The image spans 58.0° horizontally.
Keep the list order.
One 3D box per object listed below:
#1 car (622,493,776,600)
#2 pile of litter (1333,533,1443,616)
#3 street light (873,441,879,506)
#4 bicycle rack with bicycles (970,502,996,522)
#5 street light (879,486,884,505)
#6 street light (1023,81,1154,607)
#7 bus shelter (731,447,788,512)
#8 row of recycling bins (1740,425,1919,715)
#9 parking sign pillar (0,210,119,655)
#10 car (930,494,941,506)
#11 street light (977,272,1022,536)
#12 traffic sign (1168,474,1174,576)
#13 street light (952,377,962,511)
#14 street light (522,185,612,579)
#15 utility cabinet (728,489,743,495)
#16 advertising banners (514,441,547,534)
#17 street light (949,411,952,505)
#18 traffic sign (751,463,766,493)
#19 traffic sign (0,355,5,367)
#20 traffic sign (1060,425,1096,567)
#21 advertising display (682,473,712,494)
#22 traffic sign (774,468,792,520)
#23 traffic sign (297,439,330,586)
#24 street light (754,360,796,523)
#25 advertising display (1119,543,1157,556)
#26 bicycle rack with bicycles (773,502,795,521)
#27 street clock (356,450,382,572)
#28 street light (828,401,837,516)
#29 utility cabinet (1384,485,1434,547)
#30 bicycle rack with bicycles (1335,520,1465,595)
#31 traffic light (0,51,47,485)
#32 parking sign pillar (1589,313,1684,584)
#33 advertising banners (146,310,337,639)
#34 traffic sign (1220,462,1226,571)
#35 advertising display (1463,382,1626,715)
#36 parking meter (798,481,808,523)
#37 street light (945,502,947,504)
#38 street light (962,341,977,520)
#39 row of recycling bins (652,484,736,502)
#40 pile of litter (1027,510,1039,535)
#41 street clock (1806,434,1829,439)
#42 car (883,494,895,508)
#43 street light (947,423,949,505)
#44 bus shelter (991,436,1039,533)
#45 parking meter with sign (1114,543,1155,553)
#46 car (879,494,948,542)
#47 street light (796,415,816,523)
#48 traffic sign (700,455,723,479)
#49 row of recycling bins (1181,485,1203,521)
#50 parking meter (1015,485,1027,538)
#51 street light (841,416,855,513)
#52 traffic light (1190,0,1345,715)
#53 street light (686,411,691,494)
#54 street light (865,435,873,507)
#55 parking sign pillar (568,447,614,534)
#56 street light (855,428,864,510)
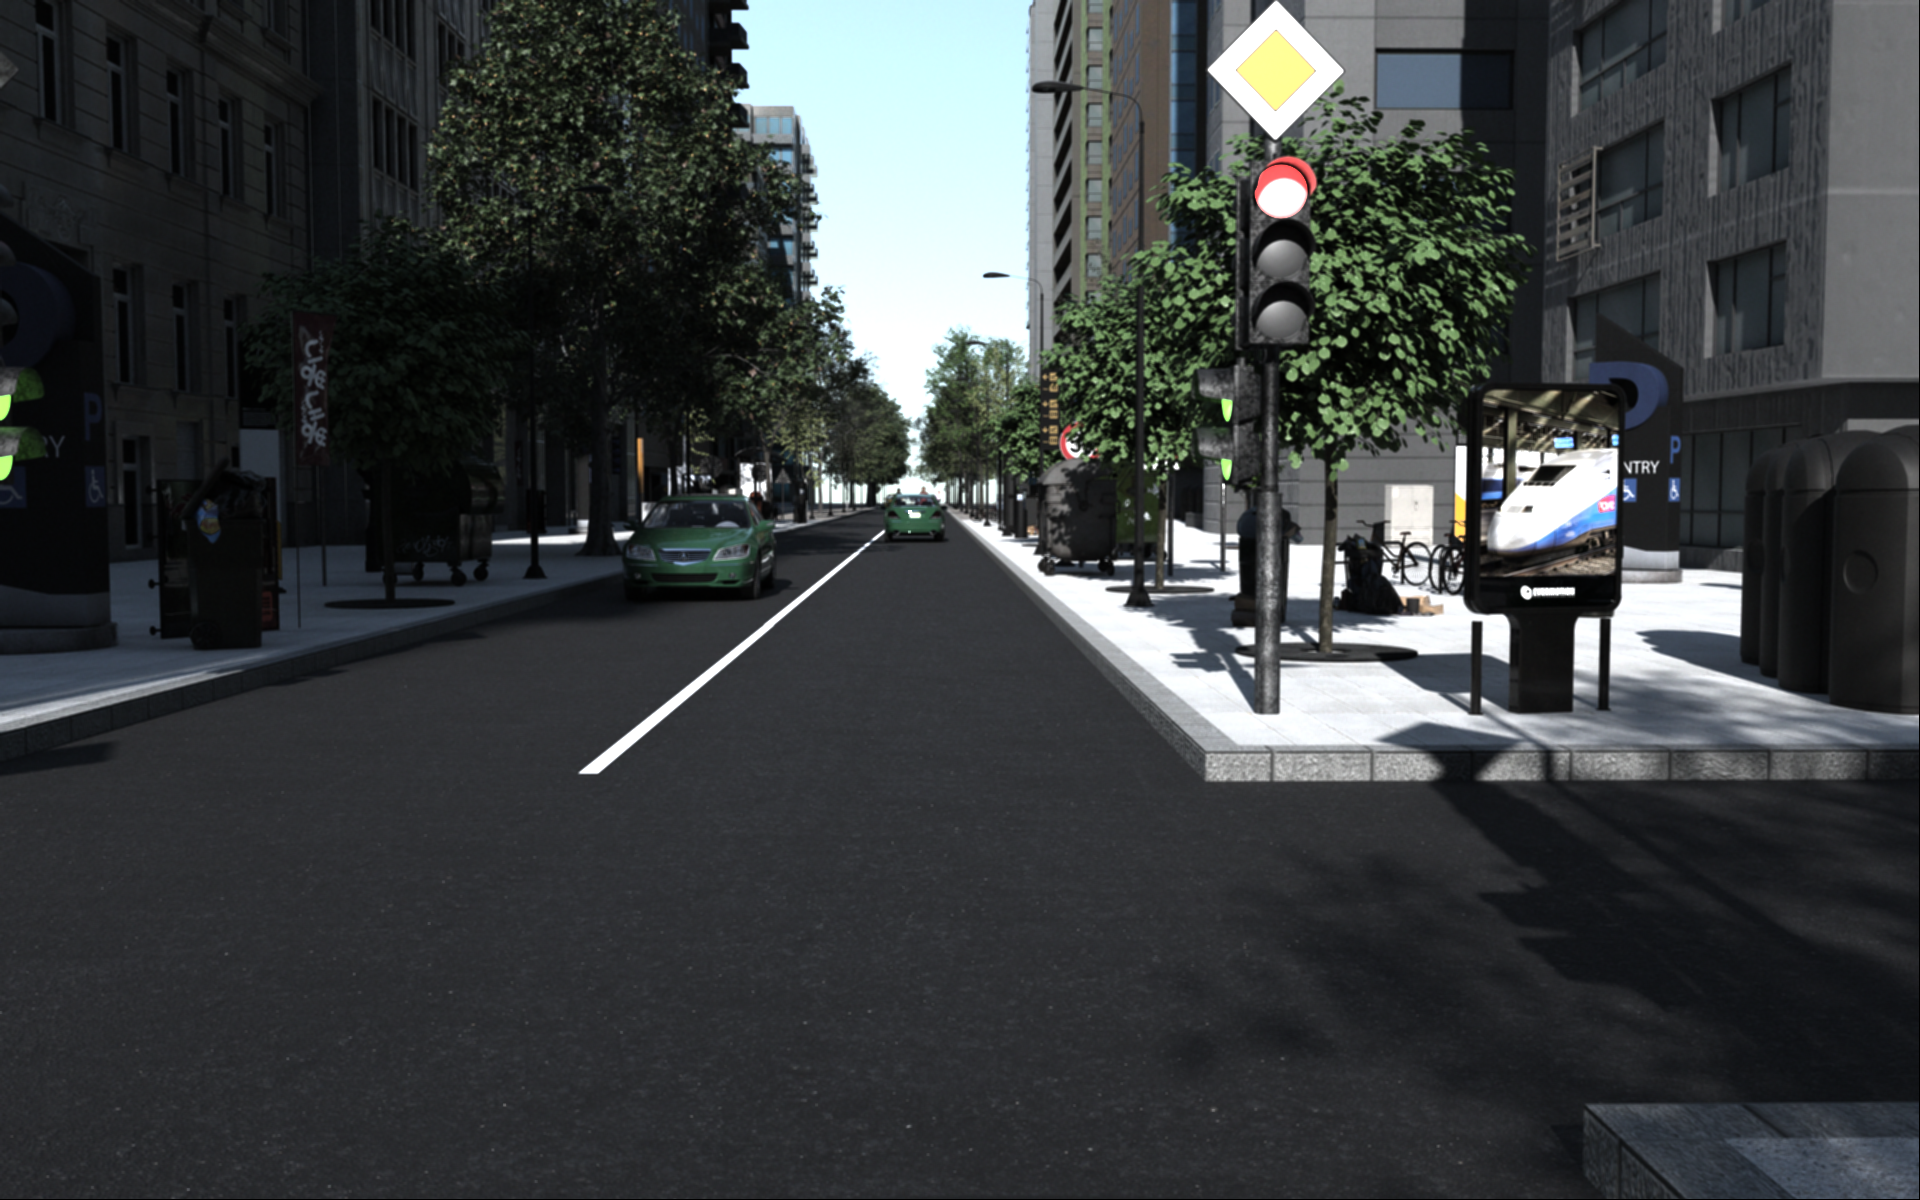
[{"bbox_3d":[-3.687,-0.808,25.010,2.131,1.459,4.920,0,4,-2],"label":"car"},{"bbox_3d":[4.603,-0.306,18.971,1.176,0.858,1.719,0,4,-6],"label":"pile of litter"},{"bbox_3d":[-8.152,-11.026,152.809,1.470,5.913,1.316,0,4,-1],"label":"street light"},{"bbox_3d":[2.166,-4.047,79.558,2.925,0.926,2.852,1,4,17],"label":"bicycle rack with bicycles"},{"bbox_3d":[-8.369,-12.072,169.914,1.470,5.913,1.316,0,4,-1],"label":"street light"},{"bbox_3d":[1.507,-2.881,19.646,1.470,5.913,1.316,0,4,-1],"label":"street light"},{"bbox_3d":[-8.897,-5.095,77.230,2.014,3.302,5.546,0,4,-1],"label":"bus shelter"},{"bbox_3d":[5.995,-0.279,11.681,1.069,1.692,3.534,1,4,14],"label":"row of recycling bins"},{"bbox_3d":[-7.832,-1.583,14.348,1.447,3.967,1.447,0,4,-1],"label":"parking sign pillar"},{"bbox_3d":[-2.362,-6.846,123.929,2.014,1.417,4.499,0,4,0],"label":"car"},{"bbox_3d":[1.174,-3.906,36.397,1.470,5.913,1.316,0,4,-1],"label":"street light"},{"bbox_3d":[3.298,-1.650,27.083,0.768,2.556,0.104,0,4,7],"label":"traffic sign"},{"bbox_3d":[0.542,-5.892,68.879,1.470,5.913,1.316,0,4,-1],"label":"street light"},{"bbox_3d":[-5.918,-3.279,26.145,1.470,5.913,1.316,0,4,-1],"label":"street light"},{"bbox_3d":[-9.024,-3.729,69.643,0.318,1.500,1.173,0,4,7],"label":"utility cabinet"},{"bbox_3d":[-13.959,-3.673,56.239,0.090,3.025,2.074,-3,5,-41],"label":"advertising banners"},{"bbox_3d":[0.305,-6.886,85.121,1.470,5.913,1.316,0,4,-1],"label":"street light"},{"bbox_3d":[-8.304,-4.389,71.860,0.768,2.556,0.104,1,4,9],"label":"traffic sign"},{"bbox_3d":[-7.764,-0.816,13.444,0.768,2.556,0.104,0,4,3],"label":"traffic sign"},{"bbox_3d":[2.119,-1.842,30.224,0.768,2.556,0.104,0,4,5],"label":"traffic sign"},{"bbox_3d":[-8.220,-2.996,54.206,0.974,1.923,0.123,-2,4,-31],"label":"advertising display"},{"bbox_3d":[-8.737,-5.226,85.443,0.884,2.594,0.081,0,4,6],"label":"traffic sign"},{"bbox_3d":[-8.854,-1.400,24.068,0.795,2.450,0.064,0,4,7],"label":"traffic sign"},{"bbox_3d":[-6.541,-5.339,59.838,1.470,5.913,1.316,0,4,-1],"label":"street light"},{"bbox_3d":[3.741,-1.893,36.161,0.974,1.923,0.123,-2,4,-25],"label":"advertising display"},{"bbox_3d":[-8.520,-4.254,82.928,2.852,0.926,2.925,0,4,-6],"label":"bicycle rack with bicycles"},{"bbox_3d":[-9.646,-1.460,28.434,0.471,2.002,0.358,1,4,17],"label":"street clock"},{"bbox_3d":[-6.883,-6.982,86.693,1.470,5.913,1.316,0,4,-1],"label":"street light"},{"bbox_3d":[10.791,-2.014,41.608,1.173,1.500,0.318,-1,4,-20],"label":"utility cabinet"},{"bbox_3d":[6.449,-0.616,23.452,2.925,0.926,2.852,-3,5,-40],"label":"bicycle rack with bicycles"},{"bbox_3d":[-5.731,-1.282,9.880,0.839,4.253,0.868,0,4,-1],"label":"traffic light"},{"bbox_3d":[9.857,-2.257,25.381,1.447,3.967,1.447,-3,5,-42],"label":"parking sign pillar"},{"bbox_3d":[-6.583,-1.215,16.051,0.090,3.025,2.074,2,4,30],"label":"advertising banners"},{"bbox_3d":[4.377,-1.753,28.760,0.768,2.556,0.104,0,4,3],"label":"traffic sign"},{"bbox_3d":[3.417,-0.301,10.135,0.974,1.923,0.123,-1,4,-14],"label":"advertising display"},{"bbox_3d":[-6.869,-4.278,75.648,0.399,1.863,0.255,0,4,1],"label":"parking meter"},{"bbox_3d":[-0.120,-8.547,112.276,1.470,5.913,1.316,0,4,-1],"label":"street light"},{"bbox_3d":[0.895,-4.899,52.639,1.470,5.913,1.316,0,4,-1],"label":"street light"},{"bbox_3d":[-11.071,-3.991,72.362,3.534,1.692,1.069,-1,4,-11],"label":"row of recycling bins"},{"bbox_3d":[2.518,-2.488,54.638,1.719,0.858,1.176,0,4,-3],"label":"pile of litter"},{"bbox_3d":[10.405,-1.002,20.955,0.471,2.002,0.358,3,5,45],"label":"street clock"},{"bbox_3d":[-6.542,-9.850,171.278,2.015,1.641,3.980,0,4,0],"label":"car"},{"bbox_3d":[0.146,-7.553,96.035,1.470,5.913,1.316,0,4,-1],"label":"street light"},{"bbox_3d":[2.208,-5.091,60.876,2.179,5.291,8.768,0,4,-1],"label":"bus shelter"},{"bbox_3d":[3.710,-2.580,38.436,0.543,3.016,1.738,-2,4,-32],"label":"parking meter with sign"},{"bbox_3d":[-1.419,-2.534,53.231,2.131,1.459,4.920,0,4,-2],"label":"car"},{"bbox_3d":[-6.788,-6.416,77.448,1.470,5.913,1.316,0,4,-1],"label":"street light"},{"bbox_3d":[-8.206,-3.485,57.082,0.768,2.556,0.104,0,4,4],"label":"traffic sign"},{"bbox_3d":[11.419,-4.541,81.358,1.069,1.692,3.534,-1,4,-21],"label":"row of recycling bins"},{"bbox_3d":[1.774,-2.566,50.363,0.372,1.533,0.369,0,3,0],"label":"parking meter"},{"bbox_3d":[-7.214,-8.012,103.542,1.470,5.913,1.316,0,4,-1],"label":"street light"},{"bbox_3d":[1.779,-1.291,10.028,0.839,4.253,0.868,0,4,-1],"label":"traffic light"},{"bbox_3d":[-6.306,-4.346,43.596,1.470,5.913,1.316,0,4,-1],"label":"street light"},{"bbox_3d":[-7.790,-10.024,136.434,1.470,5.913,1.316,0,4,-1],"label":"street light"},{"bbox_3d":[-11.915,-4.119,55.814,1.447,3.967,1.447,1,4,9],"label":"parking sign pillar"},{"bbox_3d":[-7.537,-9.031,120.192,1.470,5.913,1.316,0,4,-1],"label":"street light"}]
